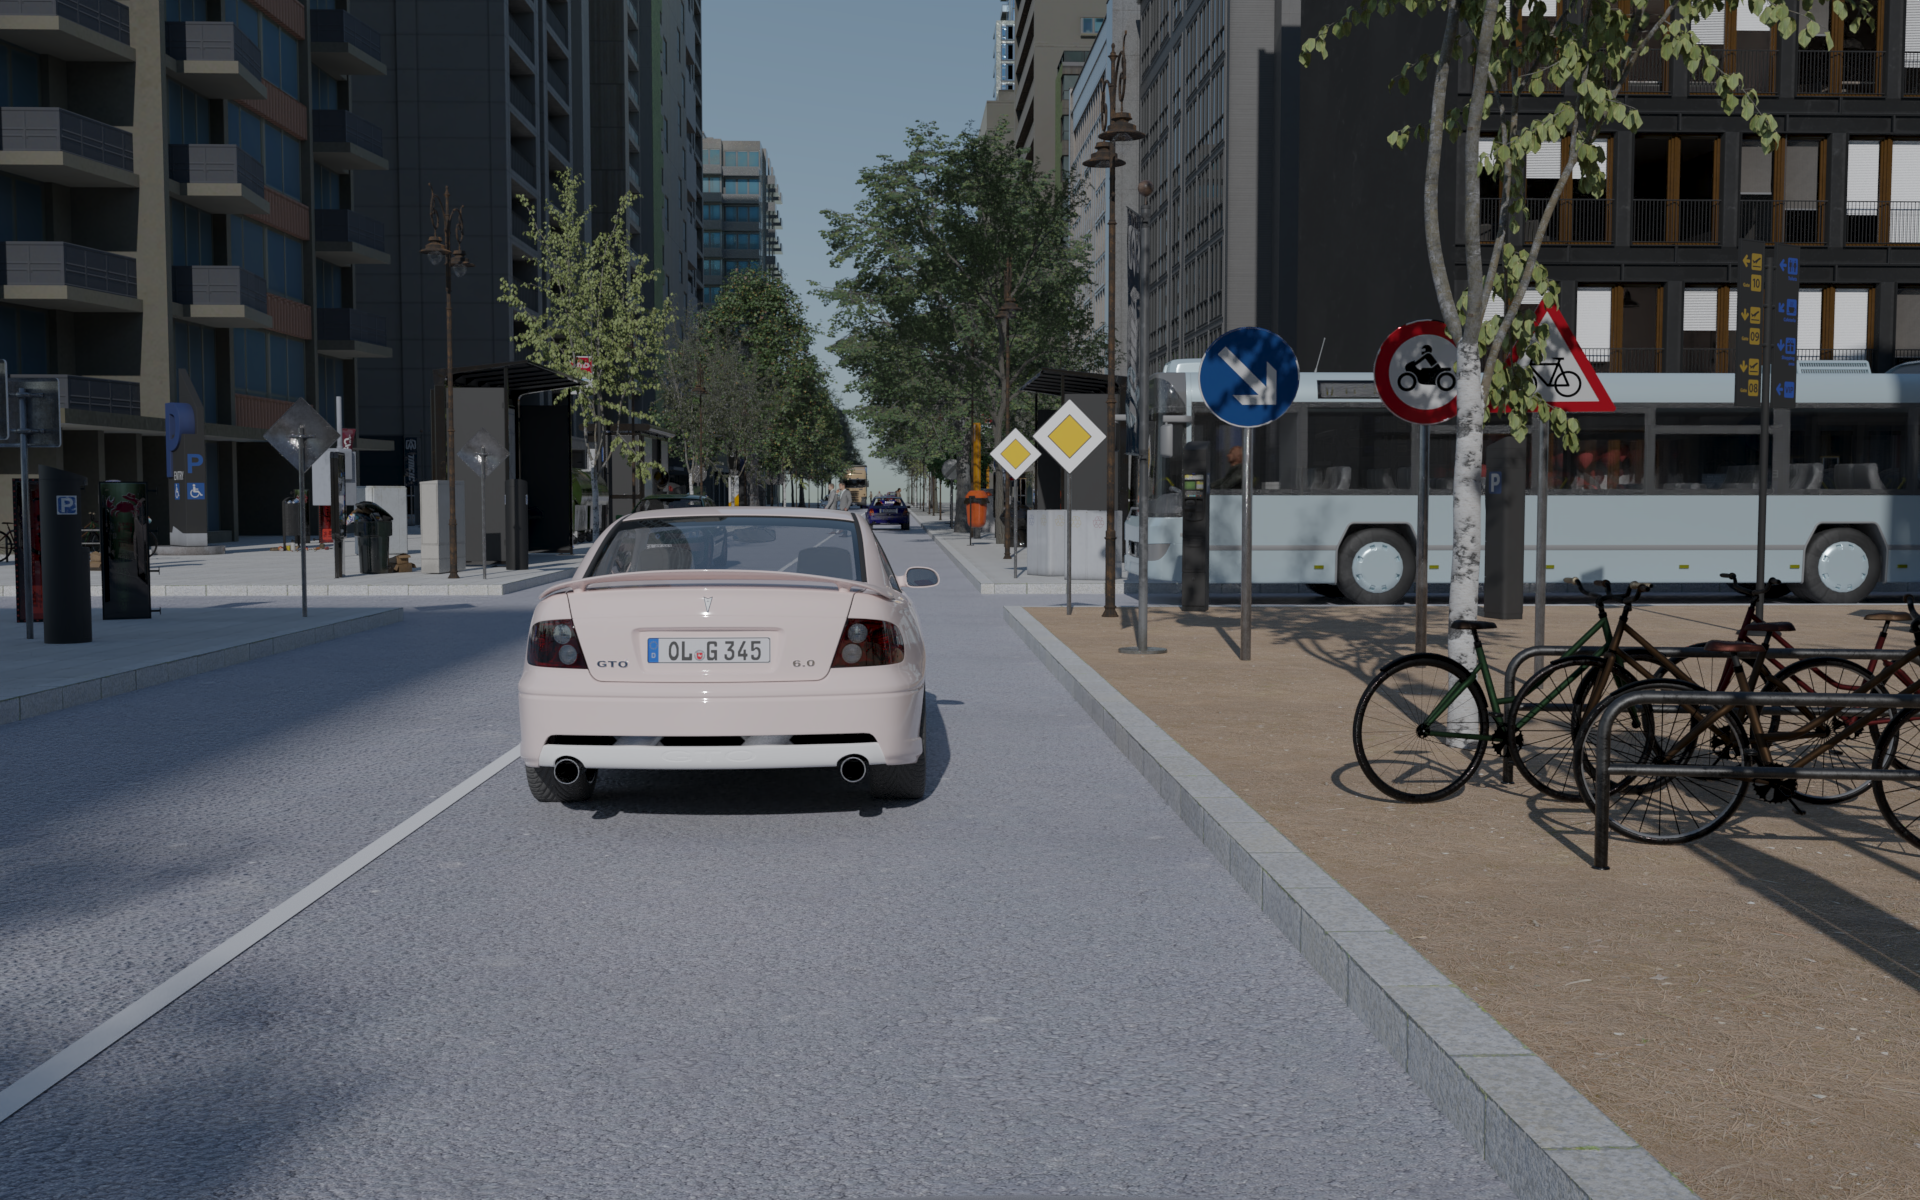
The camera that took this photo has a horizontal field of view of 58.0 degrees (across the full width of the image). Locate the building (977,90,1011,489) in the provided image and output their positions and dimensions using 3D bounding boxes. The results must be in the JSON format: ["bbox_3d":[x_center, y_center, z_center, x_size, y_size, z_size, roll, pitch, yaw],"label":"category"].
[{"bbox_3d":[13.208,-35.545,204.854,21.300,48.544,21.600,0,4,-2],"label":"building"}]

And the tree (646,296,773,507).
[{"bbox_3d":[-9.901,-6.983,64.534,4.360,8.622,3.978,0,3,0],"label":"tree"}]

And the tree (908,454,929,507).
[{"bbox_3d":[-3.348,-13.589,172.547,4.737,8.622,4.395,0,3,0],"label":"tree"}]

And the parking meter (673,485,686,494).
[{"bbox_3d":[-8.112,-2.551,50.113,0.372,1.533,0.369,0,3,0],"label":"parking meter"}]

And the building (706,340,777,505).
[{"bbox_3d":[-36.513,-22.089,206.200,27.650,21.520,28.899,0,4,-2],"label":"building"}]

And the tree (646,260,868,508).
[{"bbox_3d":[-10.168,-10.268,84.885,9.611,12.733,9.660,0,3,0],"label":"tree"}]

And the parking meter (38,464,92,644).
[{"bbox_3d":[-7.717,-0.400,14.943,0.372,1.533,0.369,0,3,0],"label":"parking meter"}]

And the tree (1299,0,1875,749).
[{"bbox_3d":[2.789,-3.556,8.509,4.737,8.622,4.395,0,3,0],"label":"tree"}]

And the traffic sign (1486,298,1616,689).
[{"bbox_3d":[3.808,-0.693,11.328,0.884,2.594,0.081,0,4,6],"label":"traffic sign"}]

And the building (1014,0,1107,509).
[{"bbox_3d":[15.566,-31.251,134.660,21.300,48.544,21.600,0,4,-2],"label":"building"}]

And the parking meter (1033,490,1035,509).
[{"bbox_3d":[3.731,-4.617,83.896,0.372,1.533,0.369,0,3,0],"label":"parking meter"}]

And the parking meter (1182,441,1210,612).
[{"bbox_3d":[2.590,-0.813,19.005,0.255,1.863,0.399,1,4,16],"label":"parking meter"}]

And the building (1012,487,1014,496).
[{"bbox_3d":[20.518,-28.501,157.878,32.217,40.220,23.993,0,4,-2],"label":"building"}]

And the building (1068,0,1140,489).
[{"bbox_3d":[12.740,-16.744,91.779,12.078,24.808,19.932,0,4,-2],"label":"building"}]

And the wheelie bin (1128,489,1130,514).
[{"bbox_3d":[6.729,-3.914,71.894,0.980,1.594,0.693,-3,4,-37],"label":"wheelie bin"}]

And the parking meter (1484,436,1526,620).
[{"bbox_3d":[5.602,-0.741,17.820,0.255,1.863,0.399,-1,4,-16],"label":"parking meter"}]

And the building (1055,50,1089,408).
[{"bbox_3d":[13.198,-21.117,116.970,14.160,30.474,14.107,0,4,-2],"label":"building"}]

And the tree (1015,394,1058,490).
[{"bbox_3d":[3.964,-9.025,97.929,4.360,8.622,3.978,0,3,0],"label":"tree"}]

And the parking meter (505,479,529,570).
[{"bbox_3d":[-7.503,-1.278,29.307,0.372,1.533,0.369,0,3,0],"label":"parking meter"}]

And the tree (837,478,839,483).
[{"bbox_3d":[-16.297,-17.733,240.288,4.360,8.622,3.978,0,3,0],"label":"tree"}]

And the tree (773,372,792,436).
[{"bbox_3d":[-9.297,-7.406,71.448,4.360,8.622,3.978,0,3,0],"label":"tree"}]

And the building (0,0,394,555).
[{"bbox_3d":[-29.185,-24.028,47.482,22.147,44.769,28.867,0,4,-2],"label":"building"}]

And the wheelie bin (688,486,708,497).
[{"bbox_3d":[-10.513,-3.755,69.304,0.980,1.594,0.693,0,4,-3],"label":"wheelie bin"}]

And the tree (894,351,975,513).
[{"bbox_3d":[-1.770,-11.649,116.215,9.928,11.665,9.643,0,3,0],"label":"tree"}]

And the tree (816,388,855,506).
[{"bbox_3d":[-15.242,-17.255,192.494,12.009,13.543,11.850,0,3,0],"label":"tree"}]

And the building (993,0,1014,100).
[{"bbox_3d":[13.221,-56.112,230.094,22.319,86.520,31.000,0,4,-2],"label":"building"}]

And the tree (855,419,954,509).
[{"bbox_3d":[-2.594,-14.734,151.271,12.009,13.543,11.850,0,3,0],"label":"tree"}]

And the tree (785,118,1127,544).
[{"bbox_3d":[0.734,-6.707,44.066,7.601,10.594,8.767,-2,4,-27],"label":"tree"}]

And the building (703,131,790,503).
[{"bbox_3d":[-35.619,-37.661,235.369,23.786,49.044,30.456,0,4,-2],"label":"building"}]

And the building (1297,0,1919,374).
[{"bbox_3d":[17.137,-12.866,40.043,15.834,23.373,12.332,0,4,-2],"label":"building"}]

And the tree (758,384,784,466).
[{"bbox_3d":[-12.534,-11.998,130.584,8.767,10.594,7.601,0,4,2],"label":"tree"}]

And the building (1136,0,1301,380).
[{"bbox_3d":[15.707,-16.902,69.854,14.314,27.812,24.014,0,4,-2],"label":"building"}]

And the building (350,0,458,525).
[{"bbox_3d":[-26.918,-39.218,79.467,20.563,71.187,20.611,0,4,-2],"label":"building"}]

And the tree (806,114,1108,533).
[{"bbox_3d":[0.007,-9.230,57.567,9.857,13.997,8.962,0,3,0],"label":"tree"}]

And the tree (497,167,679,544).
[{"bbox_3d":[-8.286,-5.431,39.156,4.737,8.622,4.395,0,3,0],"label":"tree"}]

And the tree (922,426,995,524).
[{"bbox_3d":[0.072,-5.586,75.046,4.285,4.588,4.351,0,3,0],"label":"tree"}]

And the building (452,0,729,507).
[{"bbox_3d":[-31.008,-43.599,151.090,20.563,71.187,20.611,0,4,-2],"label":"building"}]

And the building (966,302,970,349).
[{"bbox_3d":[7.429,-29.505,254.109,14.160,30.474,14.107,0,4,-2],"label":"building"}]

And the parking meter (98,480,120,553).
[{"bbox_3d":[-14.934,-1.349,30.469,0.372,1.533,0.369,0,3,0],"label":"parking meter"}]

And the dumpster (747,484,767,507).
[{"bbox_3d":[-11.869,-5.778,100.236,1.264,1.857,1.865,0,4,-2],"label":"dumpster"}]

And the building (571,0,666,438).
[{"bbox_3d":[-26.311,-25.920,107.387,14.154,41.232,14.086,0,4,-2],"label":"building"}]

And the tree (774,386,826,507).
[{"bbox_3d":[-10.684,-9.586,107.097,4.737,8.622,4.395,0,3,0],"label":"tree"}]

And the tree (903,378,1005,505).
[{"bbox_3d":[-0.251,-8.511,89.510,4.360,8.622,3.978,0,3,0],"label":"tree"}]

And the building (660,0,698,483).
[{"bbox_3d":[-34.094,-32.921,127.499,28.713,52.752,27.495,0,4,-2],"label":"building"}]
